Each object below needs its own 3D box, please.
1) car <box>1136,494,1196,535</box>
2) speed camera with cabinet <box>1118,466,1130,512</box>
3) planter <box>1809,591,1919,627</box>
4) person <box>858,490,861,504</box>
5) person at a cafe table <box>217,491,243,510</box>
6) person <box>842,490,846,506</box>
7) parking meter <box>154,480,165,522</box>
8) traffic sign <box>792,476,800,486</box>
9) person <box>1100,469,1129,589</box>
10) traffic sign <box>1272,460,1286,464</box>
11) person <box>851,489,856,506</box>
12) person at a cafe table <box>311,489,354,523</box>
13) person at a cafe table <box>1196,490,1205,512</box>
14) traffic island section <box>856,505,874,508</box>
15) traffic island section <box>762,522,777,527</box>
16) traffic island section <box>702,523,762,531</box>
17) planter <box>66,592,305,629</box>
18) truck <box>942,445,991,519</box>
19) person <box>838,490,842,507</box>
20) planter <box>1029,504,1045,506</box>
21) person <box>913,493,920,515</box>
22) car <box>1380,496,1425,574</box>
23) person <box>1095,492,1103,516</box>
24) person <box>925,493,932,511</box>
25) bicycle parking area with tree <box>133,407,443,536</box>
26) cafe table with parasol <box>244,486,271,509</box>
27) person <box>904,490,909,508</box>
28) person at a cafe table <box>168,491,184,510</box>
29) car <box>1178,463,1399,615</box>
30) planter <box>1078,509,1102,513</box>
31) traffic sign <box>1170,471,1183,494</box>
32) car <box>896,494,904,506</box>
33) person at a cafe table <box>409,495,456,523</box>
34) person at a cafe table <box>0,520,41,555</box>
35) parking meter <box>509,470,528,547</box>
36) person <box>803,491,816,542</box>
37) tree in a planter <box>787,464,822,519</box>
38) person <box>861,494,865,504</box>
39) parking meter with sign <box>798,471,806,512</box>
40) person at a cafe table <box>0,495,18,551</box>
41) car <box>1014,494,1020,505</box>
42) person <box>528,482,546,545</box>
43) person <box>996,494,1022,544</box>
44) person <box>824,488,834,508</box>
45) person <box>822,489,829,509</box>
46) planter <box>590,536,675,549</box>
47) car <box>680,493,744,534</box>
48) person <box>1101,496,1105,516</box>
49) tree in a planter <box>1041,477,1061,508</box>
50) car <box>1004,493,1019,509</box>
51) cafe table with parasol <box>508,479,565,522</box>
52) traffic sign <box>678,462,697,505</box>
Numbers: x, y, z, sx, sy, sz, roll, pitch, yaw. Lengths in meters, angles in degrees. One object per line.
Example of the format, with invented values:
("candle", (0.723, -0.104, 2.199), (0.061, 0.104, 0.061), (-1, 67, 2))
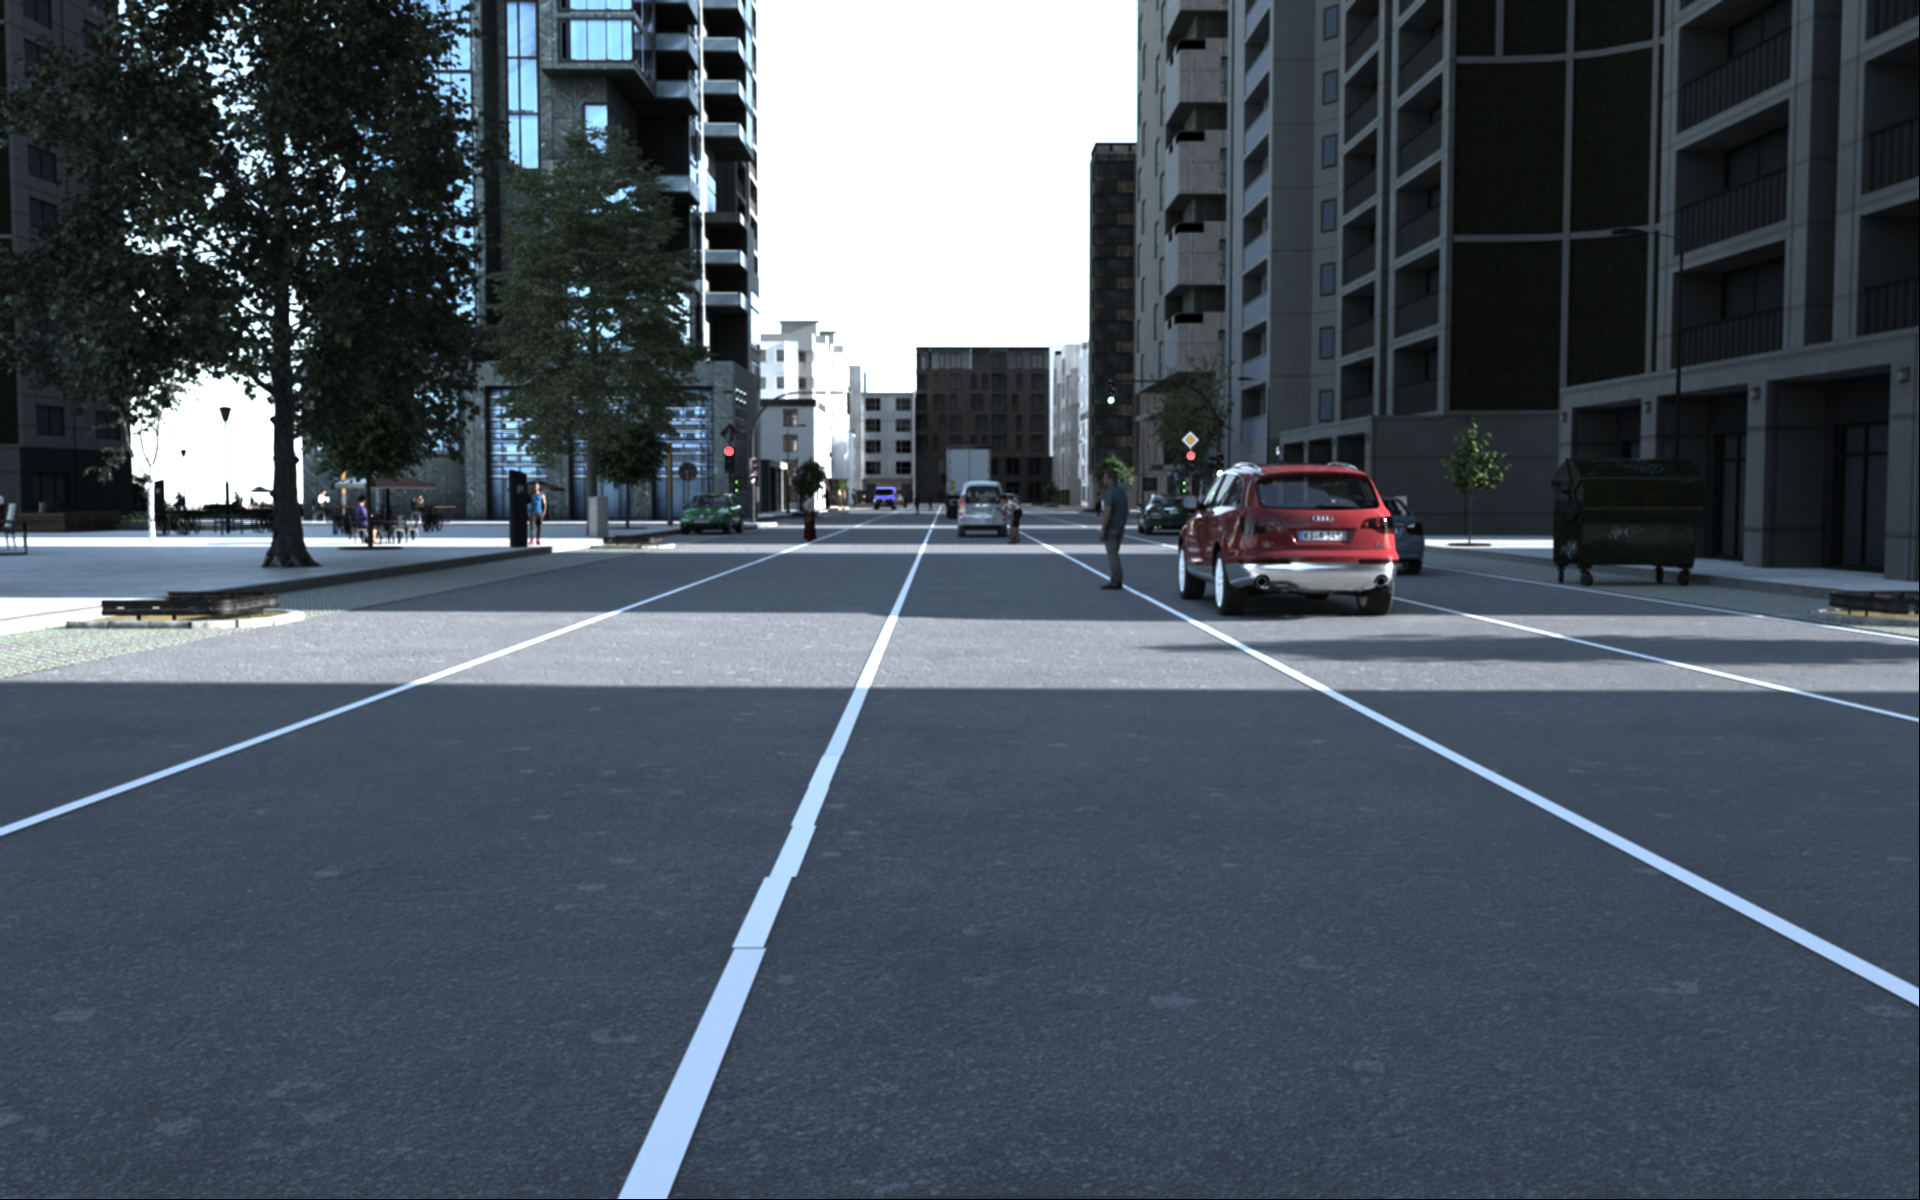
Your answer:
("car", (7.432, -3.083, 62.204), (2.131, 1.459, 4.920), (0, 4, 1))
("speed camera with cabinet", (11.664, -7.875, 123.089), (0.660, 3.252, 2.038), (0, 4, -2))
("planter", (10.714, 0.104, 19.447), (1.991, 0.319, 1.994), (0, 4, 0))
("person", (-12.700, -12.988, 218.484), (0.705, 1.812, 1.348), (0, 4, 0))
("person at a cafe table", (-55.735, -7.591, 132.622), (1.698, 1.524, 1.622), (3, 4, 36))
("person", (-12.297, -10.744, 182.239), (0.750, 1.759, 0.617), (2, 4, 25))
("parking meter", (-32.185, -3.906, 69.580), (0.399, 1.863, 0.255), (0, 4, -6))
("traffic sign", (-11.258, -7.318, 119.751), (0.768, 2.556, 0.104), (0, 4, 0))
("person", (2.294, -1.070, 26.130), (0.598, 1.807, 0.434), (-3, 5, -44))
("traffic sign", (12.035, -3.985, 65.267), (0.768, 2.556, 0.104), (0, 4, 0))
("person", (-11.832, -11.364, 191.719), (0.599, 1.838, 0.709), (0, 4, 2))
("person at a cafe table", (-28.284, -4.240, 77.841), (1.622, 1.524, 1.698), (0, 4, -5))
("person at a cafe table", (13.440, -5.228, 94.000), (1.698, 1.524, 1.622), (-3, 4, -38))
("traffic island section", (-9.731, -9.574, 179.397), (1.991, 0.108, 1.994), (0, 4, 0))
("traffic island section", (-9.250, -3.358, 77.184), (2.009, 0.180, 2.903), (0, 4, 0))
("traffic island section", (-9.187, -2.870, 69.199), (2.009, 0.180, 2.903), (0, 4, 0))
("planter", (-8.472, 0.113, 19.287), (1.991, 0.319, 1.994), (0, 4, 0))
("truck", (0.394, -7.076, 104.604), (2.839, 4.237, 11.283), (0, 4, -1))
("person", (-11.993, -10.219, 173.857), (0.721, 1.736, 1.217), (0, 4, -2))
("planter", (9.232, -11.387, 207.309), (1.991, 0.319, 1.994), (0, 4, 0))
("person", (-3.061, -6.659, 119.738), (0.546, 1.535, 0.453), (1, 4, 17))
("car", (7.390, -1.246, 32.370), (2.014, 1.417, 4.499), (0, 3, 0))
("person", (8.959, -6.119, 110.765), (0.590, 1.554, 0.614), (1, 4, 20))
("person", (-2.665, -8.465, 149.279), (0.546, 1.535, 0.453), (-2, 4, -24))
("bicycle parking area with tree", (-21.566, -4.281, 56.991), (8.231, 4.147, 9.016), (1, 4, 10))
("cafe table with parasol", (-59.613, -8.716, 147.363), (2.610, 1.966, 2.610), (1, 4, 17))
("person", (-5.511, -10.269, 176.529), (0.705, 1.807, 1.348), (-1, 4, -21))
("person at a cafe table", (-56.464, -7.110, 124.758), (1.698, 1.524, 1.622), (0, 4, 7))
("car", (4.045, -0.816, 22.013), (2.281, 1.827, 5.304), (0, 4, -1))
("planter", (9.852, -6.618, 129.342), (1.991, 0.319, 1.994), (0, 4, 0))
("traffic sign", (11.818, -5.780, 94.602), (0.768, 2.556, 0.104), (0, 4, 1))
("car", (-7.679, -12.282, 211.038), (2.015, 1.641, 3.980), (0, 4, -2))
("person at a cafe table", (-24.024, -4.125, 78.300), (1.726, 1.238, 1.698), (1, 4, 19))
("person at a cafe table", (-20.664, -1.561, 36.387), (1.698, 1.238, 1.726), (2, 4, 26))
("parking meter", (-10.653, -2.208, 41.813), (0.399, 1.863, 0.255), (-3, 5, -41))
("person", (-4.543, -2.529, 52.317), (0.387, 1.526, 0.523), (-2, 4, -25))
("tree in a planter", (-9.117, -6.393, 101.741), (1.991, 3.239, 1.994), (0, 4, 0))
("person", (-13.037, -13.603, 234.091), (0.799, 1.438, 0.628), (2, 4, 31))
("parking meter with sign", (-11.348, -7.867, 124.881), (0.543, 3.016, 1.738), (0, 4, 0))
("person at a cafe table", (-21.970, -1.846, 38.691), (1.698, 1.524, 1.622), (3, 4, 39))
("car", (5.866, -11.208, 195.255), (2.014, 1.417, 4.499), (0, 4, -1))
("person", (-10.794, -2.195, 43.801), (0.647, 1.594, 0.662), (-1, 4, -19))
("person", (1.436, -2.337, 49.904), (0.628, 1.438, 0.799), (1, 4, 21))
("person", (-11.990, -9.290, 158.071), (1.348, 1.807, 0.705), (3, 5, 43))
("person", (-11.903, -8.991, 153.867), (0.721, 1.723, 1.217), (1, 4, 23))
("planter", (-8.680, -1.535, 46.229), (1.991, 0.319, 1.994), (0, 4, 0))
("car", (-8.940, -3.290, 62.581), (1.959, 1.807, 4.718), (0, 4, 1))
("person", (6.249, -3.811, 74.712), (0.340, 1.345, 0.435), (-2, 4, -32))
("tree in a planter", (9.464, -11.172, 179.887), (1.991, 3.239, 1.994), (0, 4, 0))
("car", (3.791, -8.123, 141.847), (2.155, 1.783, 4.494), (0, 4, 1))
("cafe table with parasol", (-19.802, -4.658, 81.020), (2.610, 1.966, 2.610), (-1, 4, -14))
("traffic sign", (-10.871, -4.226, 69.206), (0.768, 2.556, 0.104), (0, 4, 2))
